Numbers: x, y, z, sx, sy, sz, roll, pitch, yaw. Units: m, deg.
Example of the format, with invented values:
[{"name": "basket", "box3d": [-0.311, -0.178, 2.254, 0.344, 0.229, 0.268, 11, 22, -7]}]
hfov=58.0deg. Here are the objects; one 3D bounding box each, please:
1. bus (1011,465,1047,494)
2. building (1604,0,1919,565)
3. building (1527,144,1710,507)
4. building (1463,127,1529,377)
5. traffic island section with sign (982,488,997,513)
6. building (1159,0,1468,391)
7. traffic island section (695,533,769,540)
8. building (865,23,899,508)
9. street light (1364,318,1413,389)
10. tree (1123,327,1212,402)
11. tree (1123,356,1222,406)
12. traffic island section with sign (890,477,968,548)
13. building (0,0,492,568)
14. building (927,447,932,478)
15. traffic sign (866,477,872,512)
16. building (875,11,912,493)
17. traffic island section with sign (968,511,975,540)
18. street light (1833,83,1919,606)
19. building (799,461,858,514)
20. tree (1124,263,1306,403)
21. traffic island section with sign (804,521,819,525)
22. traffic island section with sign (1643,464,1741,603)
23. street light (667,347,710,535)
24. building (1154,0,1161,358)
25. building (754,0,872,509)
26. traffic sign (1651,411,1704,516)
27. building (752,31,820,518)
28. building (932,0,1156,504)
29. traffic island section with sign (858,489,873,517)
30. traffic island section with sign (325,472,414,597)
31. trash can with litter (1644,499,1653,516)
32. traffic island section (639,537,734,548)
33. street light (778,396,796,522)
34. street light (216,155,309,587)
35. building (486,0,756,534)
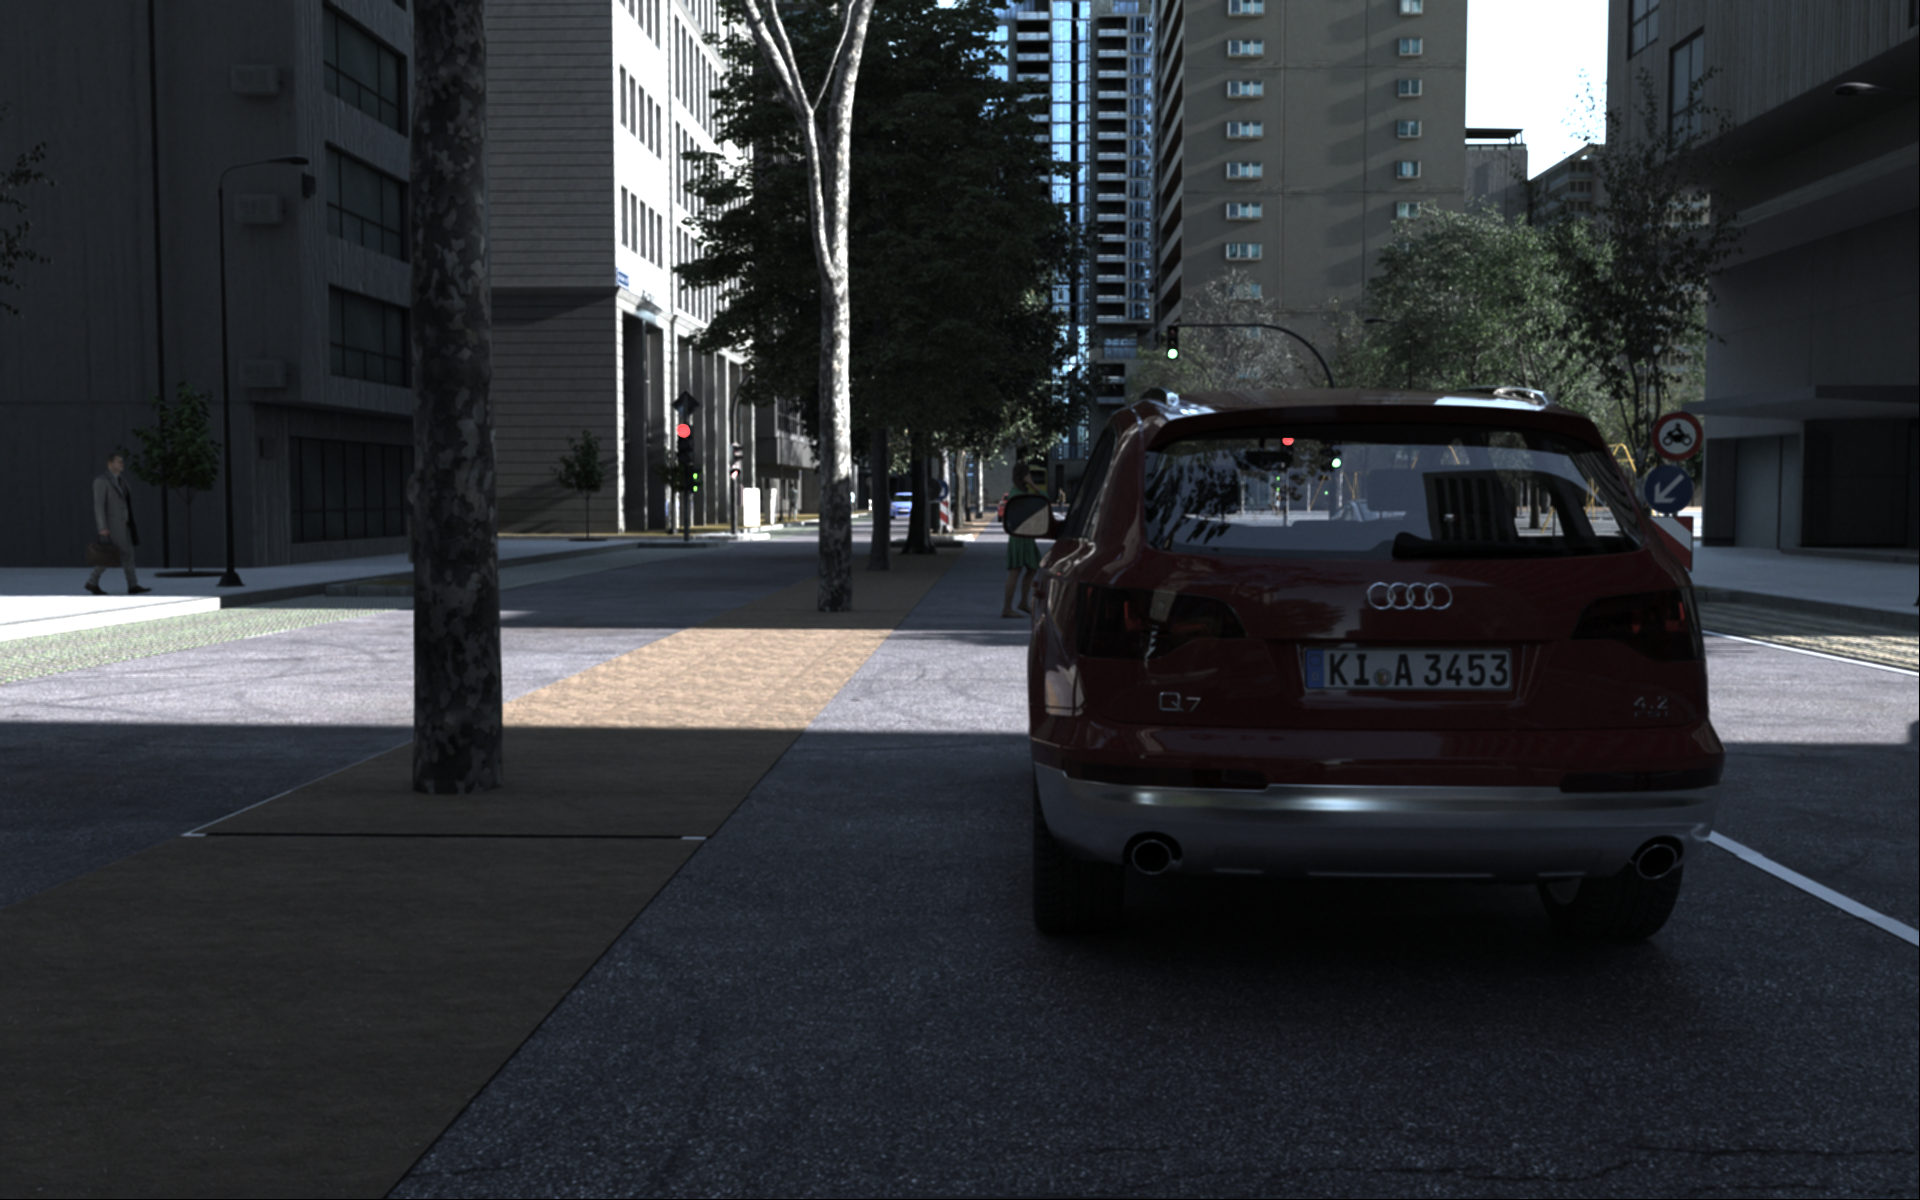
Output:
[{"name": "bus", "box3d": [5.870, -9.442, 145.928, 2.896, 3.916, 12.252, 0, 4, 1]}, {"name": "building", "box3d": [28.858, -26.855, 28.323, 28.713, 52.752, 27.495, 0, 4, 2]}, {"name": "building", "box3d": [73.727, -30.248, 186.442, 23.993, 40.220, 32.217, 0, 4, 2]}, {"name": "building", "box3d": [54.979, -31.326, 195.781, 14.086, 41.232, 14.154, 0, 4, 2]}, {"name": "traffic island section with sign", "box3d": [1.767, -7.424, 129.520, 2.006, 1.907, 1.989, 0, 4, 2]}, {"name": "building", "box3d": [27.735, -31.594, 140.259, 21.300, 48.544, 21.600, 0, 4, 2]}, {"name": "traffic island section", "box3d": [-7.180, -2.000, 54.973, 2.009, 0.180, 2.903, 0, 4, 2]}, {"name": "building", "box3d": [-17.469, -33.521, 171.765, 21.300, 48.544, 21.600, 0, 4, 2]}, {"name": "street light", "box3d": [11.371, -4.485, 45.876, 1.470, 5.913, 1.316, 0, 4, 2]}, {"name": "tree", "box3d": [14.615, -12.146, 116.717, 7.486, 12.596, 7.792, 0, 3, 0]}, {"name": "tree", "box3d": [15.297, -12.231, 125.734, 9.928, 11.665, 9.643, 0, 3, 0]}, {"name": "traffic island section with sign", "box3d": [-0.881, -2.378, 47.016, 2.006, 1.907, 1.989, 0, 4, 2]}, {"name": "building", "box3d": [-17.994, -16.171, 36.095, 14.107, 30.474, 14.160, 0, 4, 2]}, {"name": "building", "box3d": [-15.305, -32.941, 230.473, 23.993, 40.220, 32.217, 0, 4, 2]}, {"name": "traffic sign", "box3d": [-6.539, -7.760, 126.975, 0.768, 2.556, 0.104, 0, 4, 3]}, {"name": "building", "box3d": [-21.428, -53.795, 192.218, 31.000, 86.520, 22.319, 0, 4, 2]}, {"name": "traffic island section with sign", "box3d": [-0.634, -2.831, 54.419, 2.006, 1.907, 1.989, 0, 4, 2]}, {"name": "street light", "box3d": [10.587, -2.887, 19.749, 1.470, 5.913, 1.316, 0, 4, 2]}, {"name": "building", "box3d": [-13.998, -18.444, 119.580, 12.078, 24.808, 19.932, 0, 4, 2]}, {"name": "tree", "box3d": [13.784, -11.103, 91.910, 12.009, 13.543, 11.850, 0, 3, 0]}, {"name": "traffic island section with sign", "box3d": [-6.062, -4.338, 79.553, 1.989, 1.847, 2.006, 0, 4, 2]}, {"name": "traffic island section with sign", "box3d": [9.277, -0.920, 23.666, 1.989, 1.847, 2.006, 0, 4, 2]}, {"name": "street light", "box3d": [-8.580, -5.030, 54.774, 1.470, 5.913, 1.316, 0, 4, 2]}, {"name": "building", "box3d": [26.939, -44.185, 160.670, 20.563, 71.187, 20.611, 0, 4, 2]}, {"name": "building", "box3d": [-19.029, -32.183, 145.807, 23.786, 49.044, 30.456, 0, 4, 2]}, {"name": "traffic sign", "box3d": [11.060, -1.631, 26.781, 0.768, 2.556, 0.104, 1, 4, 10]}, {"name": "building", "box3d": [-15.885, -18.559, 96.948, 14.314, 27.812, 24.014, 0, 4, 2]}, {"name": "building", "box3d": [12.340, -55.708, 223.493, 31.000, 86.520, 22.319, 0, 4, 2]}, {"name": "traffic island section with sign", "box3d": [-5.205, -5.986, 106.495, 1.989, 1.847, 2.006, 0, 4, 2]}, {"name": "traffic island section with sign", "box3d": [-7.814, -0.999, 24.969, 1.989, 1.847, 2.006, 0, 4, 2]}, {"name": "trash can with litter", "box3d": [20.763, -2.563, 53.289, 1.055, 1.170, 0.624, 0, 4, -1]}, {"name": "traffic island section", "box3d": [-7.436, -1.511, 46.992, 2.009, 0.180, 2.903, 0, 4, 2]}, {"name": "street light", "box3d": [-7.829, -6.628, 80.901, 1.470, 5.913, 1.316, 0, 4, 2]}, {"name": "street light", "box3d": [-9.621, -3.143, 23.923, 1.470, 5.913, 1.316, 0, 4, 2]}, {"name": "building", "box3d": [-15.946, -17.890, 70.002, 11.434, 29.767, 29.804, 0, 4, 2]}]
